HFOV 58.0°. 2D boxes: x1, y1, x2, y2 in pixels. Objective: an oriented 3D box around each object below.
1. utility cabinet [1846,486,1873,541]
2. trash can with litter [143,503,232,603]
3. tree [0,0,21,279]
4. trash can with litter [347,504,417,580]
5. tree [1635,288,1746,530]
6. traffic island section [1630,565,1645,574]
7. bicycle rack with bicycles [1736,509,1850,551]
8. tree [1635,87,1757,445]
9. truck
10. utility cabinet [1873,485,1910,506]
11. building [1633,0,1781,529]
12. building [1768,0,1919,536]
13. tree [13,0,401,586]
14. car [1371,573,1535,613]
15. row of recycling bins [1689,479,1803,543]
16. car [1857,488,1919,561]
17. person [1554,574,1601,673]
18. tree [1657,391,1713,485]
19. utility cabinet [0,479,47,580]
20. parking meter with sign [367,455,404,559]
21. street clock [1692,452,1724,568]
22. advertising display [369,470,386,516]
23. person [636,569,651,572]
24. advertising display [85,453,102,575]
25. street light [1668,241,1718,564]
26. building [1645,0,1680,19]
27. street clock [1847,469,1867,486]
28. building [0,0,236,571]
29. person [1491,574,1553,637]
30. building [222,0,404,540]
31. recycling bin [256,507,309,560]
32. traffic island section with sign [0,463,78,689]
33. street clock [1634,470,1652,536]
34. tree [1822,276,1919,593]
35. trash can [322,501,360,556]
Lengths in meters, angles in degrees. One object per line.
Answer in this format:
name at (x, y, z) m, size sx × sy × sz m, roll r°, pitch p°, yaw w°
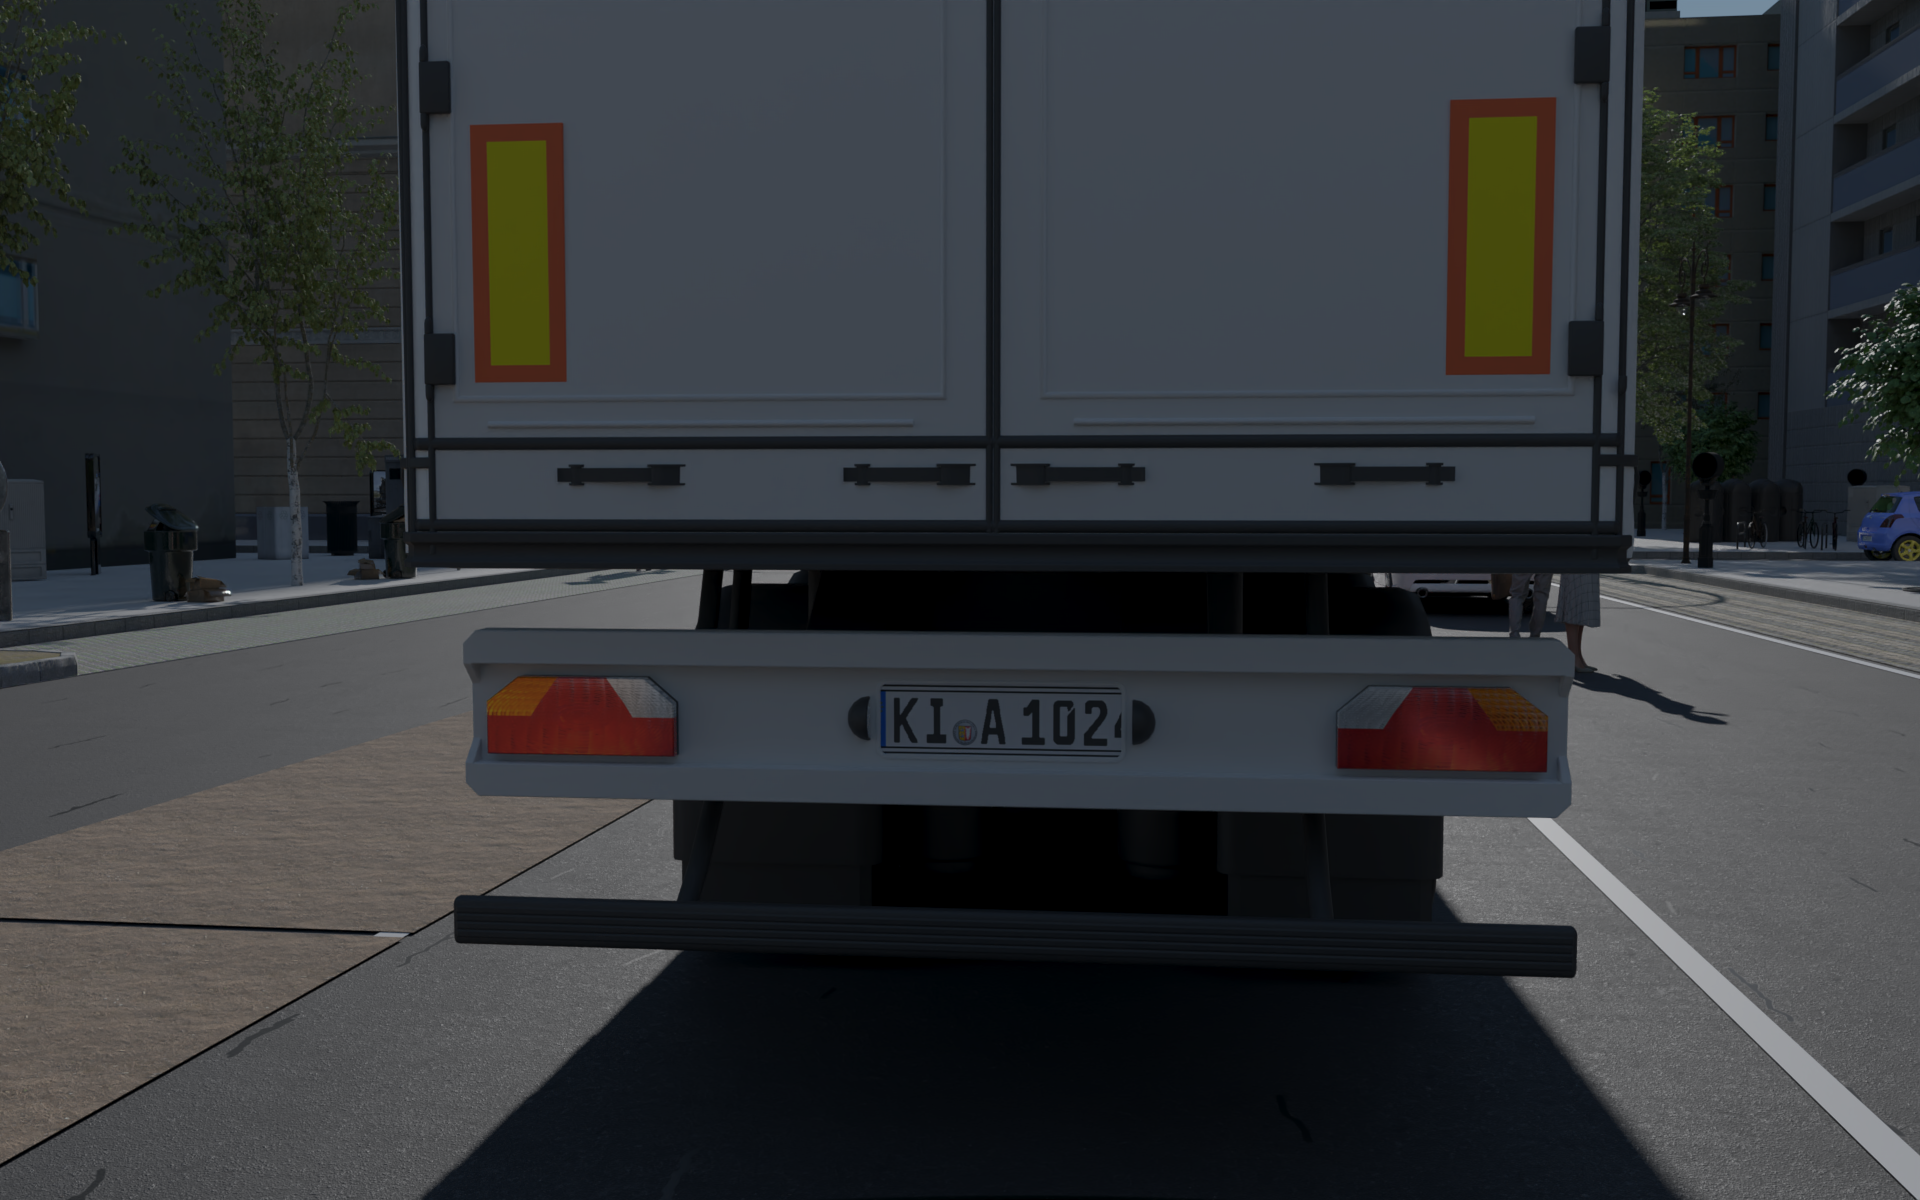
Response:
utility cabinet at (24.113, -2.281, 45.970) m, size 0.318 × 1.500 × 1.173 m, roll -1°, pitch 4°, yaw -16°
trash can with litter at (-9.221, -0.572, 20.743) m, size 1.055 × 1.170 × 0.624 m, roll 1°, pitch 4°, yaw 19°
tree at (-10.988, -4.169, 18.518) m, size 4.737 × 8.622 × 4.395 m, roll 0°, pitch 3°, yaw 0°
trash can with litter at (-8.656, -0.902, 26.142) m, size 1.055 × 1.170 × 0.624 m, roll -3°, pitch 5°, yaw -40°
tree at (24.985, -6.763, 60.931) m, size 4.360 × 8.622 × 3.978 m, roll 0°, pitch 3°, yaw 0°
traffic island section at (11.464, -0.629, 32.572) m, size 2.009 × 0.180 × 2.903 m, roll 0°, pitch 4°, yaw 8°
bicycle rack with bicycles at (19.486, -1.670, 40.685) m, size 2.852 × 0.926 × 2.925 m, roll 2°, pitch 4°, yaw 31°
tree at (16.962, -7.793, 45.535) m, size 7.486 × 12.596 × 7.792 m, roll 0°, pitch 3°, yaw 0°
truck at (0.707, -1.219, 8.848) m, size 2.839 × 4.237 × 11.283 m, roll 0°, pitch 4°, yaw 7°
utility cabinet at (23.530, -2.142, 43.694) m, size 0.318 × 1.500 × 1.173 m, roll 0°, pitch 4°, yaw 4°
building at (36.518, -14.144, 76.302) m, size 27.650 × 21.520 × 28.899 m, roll 0°, pitch 4°, yaw 8°
building at (40.543, -30.915, 47.452) m, size 28.212 × 58.520 × 21.231 m, roll 0°, pitch 4°, yaw 8°
tree at (-9.265, -4.488, 23.749) m, size 4.737 × 8.622 × 4.395 m, roll 0°, pitch 3°, yaw 0°
car at (6.339, -0.609, 22.322) m, size 2.083 × 1.381 × 4.827 m, roll 1°, pitch 4°, yaw 9°
row of recycling bins at (21.125, -2.408, 46.480) m, size 3.534 × 1.692 × 1.069 m, roll -1°, pitch 4°, yaw -19°
car at (20.531, -1.587, 35.534) m, size 3.694 × 1.707 × 1.945 m, roll 0°, pitch 4°, yaw 7°
person at (5.079, -0.298, 13.937) m, size 0.524 × 1.755 × 0.480 m, roll 2°, pitch 4°, yaw 31°
tree at (23.940, -4.375, 55.244) m, size 4.285 × 4.588 × 4.351 m, roll 0°, pitch 3°, yaw 0°
utility cabinet at (-14.008, -1.015, 25.278) m, size 0.318 × 1.500 × 1.173 m, roll 2°, pitch 4°, yaw 34°
parking meter with sign at (-10.867, -2.306, 33.958) m, size 1.738 × 3.016 × 0.543 m, roll 2°, pitch 4°, yaw 25°
street clock at (12.946, -1.557, 30.020) m, size 0.358 × 2.002 × 0.471 m, roll -3°, pitch 4°, yaw -38°
advertising display at (-15.387, -2.515, 46.340) m, size 0.123 × 1.923 × 0.974 m, roll 2°, pitch 4°, yaw 25°
person at (-5.909, -1.410, 31.982) m, size 0.576 × 1.772 × 0.534 m, roll -1°, pitch 4°, yaw -11°
advertising display at (-13.829, -1.373, 27.668) m, size 0.123 × 1.923 × 0.974 m, roll -1°, pitch 4°, yaw -21°
street light at (13.413, -3.611, 31.826) m, size 0.468 × 5.910 × 1.993 m, roll 0°, pitch 4°, yaw 8°
building at (34.725, -20.446, 105.991) m, size 14.160 × 30.474 × 14.107 m, roll 0°, pitch 4°, yaw 8°
street clock at (25.698, -2.757, 49.655) m, size 0.471 × 2.002 × 0.358 m, roll 3°, pitch 5°, yaw 44°
building at (-26.314, -24.485, 24.035) m, size 21.600 × 48.544 × 21.300 m, roll 0°, pitch 4°, yaw 8°
person at (5.073, -0.411, 15.347) m, size 0.709 × 1.813 × 0.853 m, roll 1°, pitch 4°, yaw 20°
building at (-14.901, -16.558, 56.627) m, size 13.634 × 28.700 × 20.117 m, roll 0°, pitch 4°, yaw 8°
recycling bin at (-13.342, -1.319, 34.123) m, size 0.722 × 1.027 × 0.722 m, roll 3°, pitch 4°, yaw 38°
traffic island section with sign at (-7.984, -0.282, 13.247) m, size 1.989 × 1.847 × 2.006 m, roll 0°, pitch 4°, yaw 8°
street clock at (20.637, -2.926, 52.404) m, size 0.471 × 2.002 × 0.358 m, roll -1°, pitch 4°, yaw -16°
tree at (13.141, -2.381, 22.648) m, size 4.285 × 4.588 × 4.351 m, roll 0°, pitch 3°, yaw 0°
trash can at (-12.877, -1.494, 36.087) m, size 0.748 × 1.137 × 0.748 m, roll 0°, pitch 3°, yaw 0°
